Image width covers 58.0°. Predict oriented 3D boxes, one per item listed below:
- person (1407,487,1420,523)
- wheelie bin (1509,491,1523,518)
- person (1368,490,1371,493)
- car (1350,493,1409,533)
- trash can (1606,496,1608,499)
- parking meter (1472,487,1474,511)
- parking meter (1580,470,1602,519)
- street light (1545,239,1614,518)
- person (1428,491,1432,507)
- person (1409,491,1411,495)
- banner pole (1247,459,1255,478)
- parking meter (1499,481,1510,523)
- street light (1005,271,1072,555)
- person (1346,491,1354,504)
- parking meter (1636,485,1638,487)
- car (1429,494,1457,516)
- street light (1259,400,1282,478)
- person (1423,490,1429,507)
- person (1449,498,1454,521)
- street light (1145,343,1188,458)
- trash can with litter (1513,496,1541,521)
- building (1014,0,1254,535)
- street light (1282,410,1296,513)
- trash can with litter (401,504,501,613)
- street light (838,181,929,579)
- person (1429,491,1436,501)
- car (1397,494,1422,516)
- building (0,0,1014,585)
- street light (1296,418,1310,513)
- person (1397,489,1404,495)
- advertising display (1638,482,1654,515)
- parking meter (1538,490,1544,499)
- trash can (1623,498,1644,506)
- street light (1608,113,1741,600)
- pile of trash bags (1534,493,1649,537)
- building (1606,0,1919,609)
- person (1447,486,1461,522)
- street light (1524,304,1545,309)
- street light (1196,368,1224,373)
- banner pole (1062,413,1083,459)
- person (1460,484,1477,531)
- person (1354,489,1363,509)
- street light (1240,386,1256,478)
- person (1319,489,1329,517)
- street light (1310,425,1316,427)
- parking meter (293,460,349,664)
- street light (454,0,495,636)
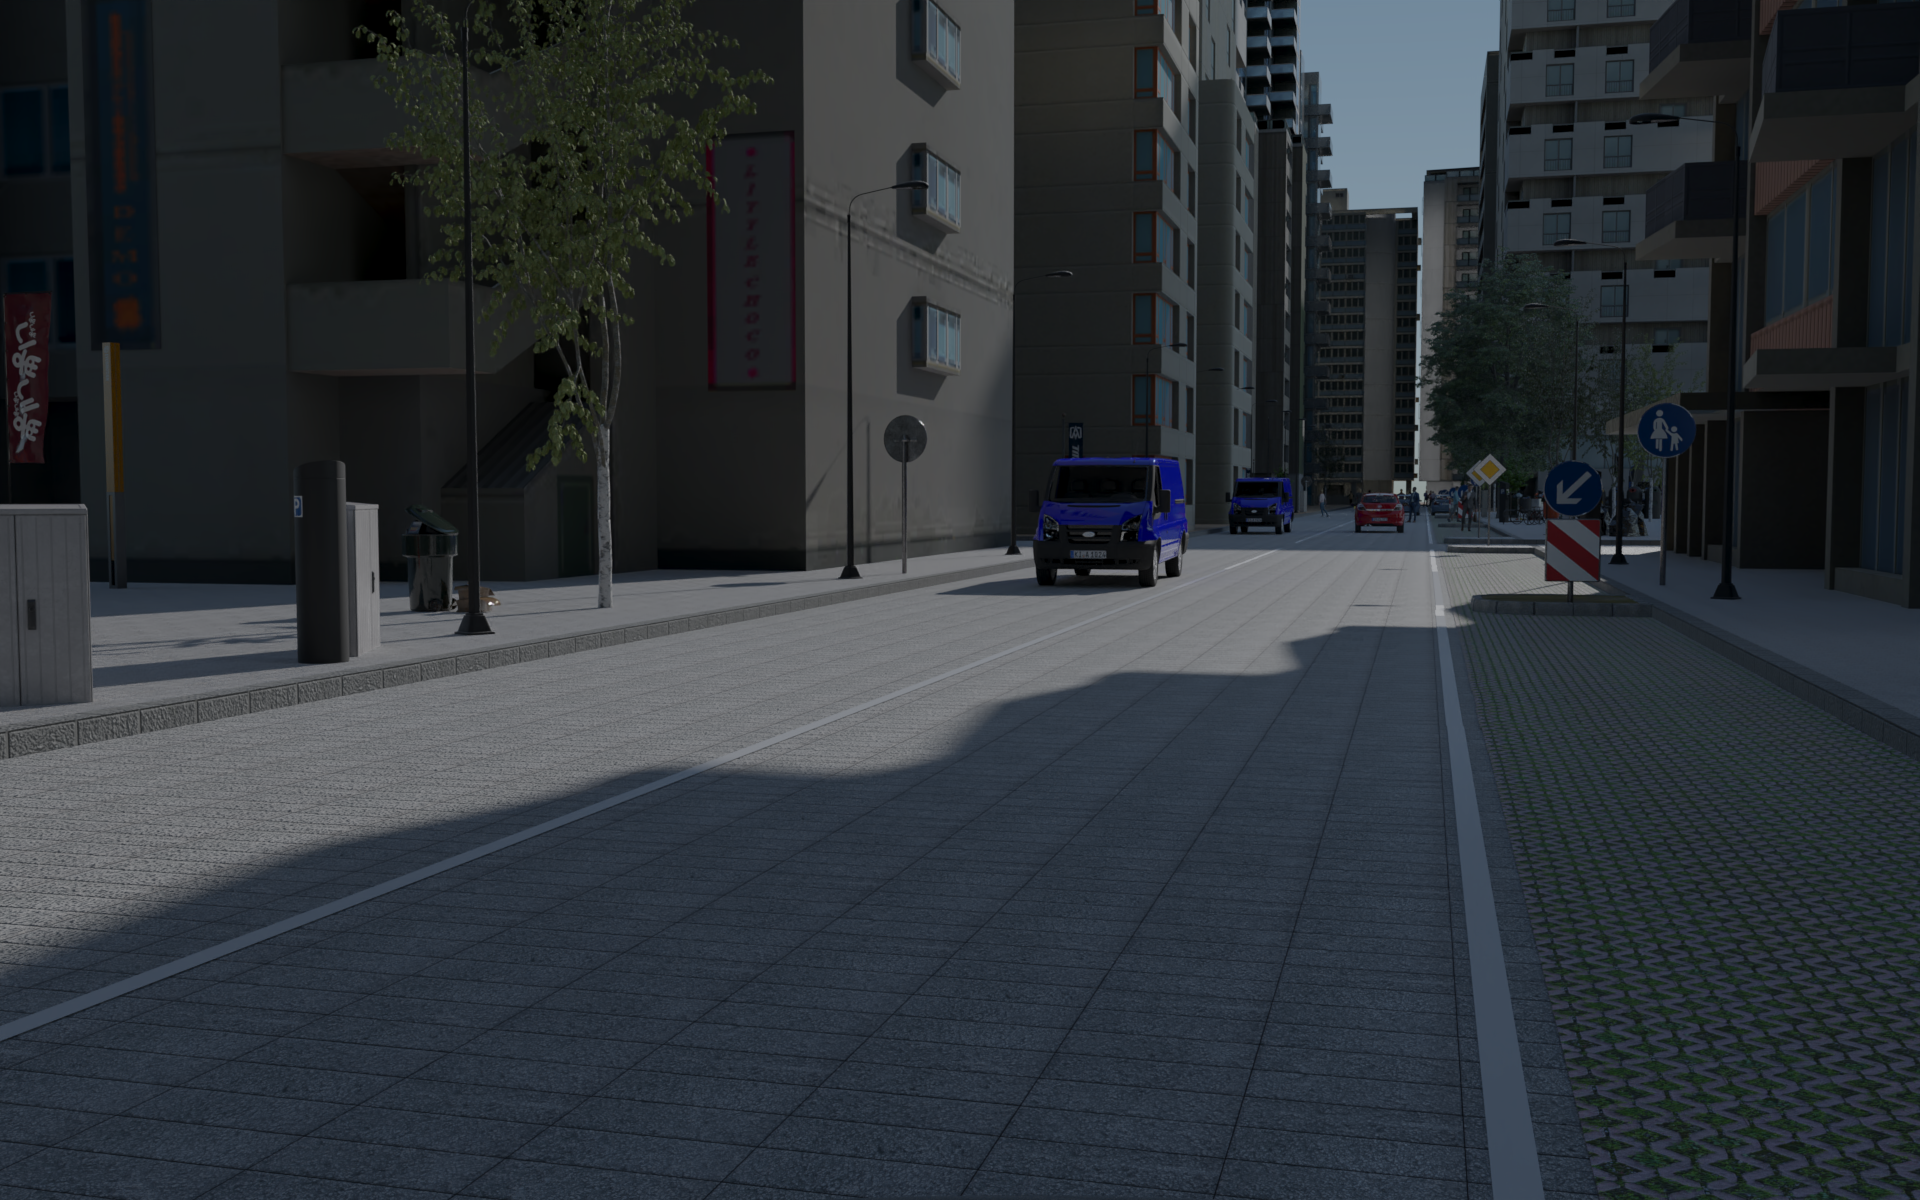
[{"bbox_3d":[22.809,-4.799,87.141,0.419,1.800,0.721,-3,4,-37],"label":"person"},{"bbox_3d":[29.976,-5.257,93.864,0.980,1.594,0.693,2,4,27],"label":"wheelie bin"},{"bbox_3d":[38.167,-9.344,161.291,0.705,1.823,1.348,-3,5,-41],"label":"person"},{"bbox_3d":[15.835,-3.447,65.396,2.155,1.783,4.494,1,4,13],"label":"car"},{"bbox_3d":[40.258,-5.839,107.115,0.748,1.137,0.748,0,3,0],"label":"trash can"},{"bbox_3d":[35.656,-7.045,120.901,0.399,1.863,0.255,-1,4,-14],"label":"parking meter"},{"bbox_3d":[13.782,-1.964,37.825,0.399,1.863,0.255,-1,4,-9],"label":"parking meter"},{"bbox_3d":[11.511,-3.613,31.613,1.470,5.913,1.316,1,4,15],"label":"street light"},{"bbox_3d":[53.550,-11.528,196.913,1.348,1.831,0.705,-3,5,-40],"label":"person"},{"bbox_3d":[50.609,-11.377,195.228,0.721,1.735,1.217,2,4,34],"label":"person"},{"bbox_3d":[20.806,-8.203,124.140,0.863,3.779,0.401,1,4,16],"label":"banner pole"},{"bbox_3d":[24.493,-4.417,77.923,0.255,1.863,0.399,-3,4,-36],"label":"parking meter"},{"bbox_3d":[1.656,-3.903,36.358,1.470,5.913,1.316,1,4,15],"label":"street light"},{"bbox_3d":[46.113,-11.979,204.447,1.348,1.812,0.705,-2,4,-33],"label":"person"},{"bbox_3d":[43.941,-6.507,112.107,0.399,1.863,0.255,0,4,0],"label":"parking meter"},{"bbox_3d":[32.296,-6.322,115.372,2.014,1.417,4.499,1,4,14],"label":"car"},{"bbox_3d":[14.944,-6.917,85.637,1.470,5.913,1.316,1,4,15],"label":"street light"},{"bbox_3d":[50.747,-11.012,188.417,0.709,1.838,0.599,-1,4,-19],"label":"person"},{"bbox_3d":[26.506,-4.864,93.037,0.382,1.210,0.505,-2,4,-25],"label":"person"},{"bbox_3d":[6.308,-4.951,53.491,1.470,5.913,1.316,1,4,15],"label":"street light"},{"bbox_3d":[27.862,-4.460,83.981,2.233,1.210,1.678,0,4,6],"label":"trash can with litter"},{"bbox_3d":[-3.406,-13.797,70.621,27.650,21.520,28.899,1,4,15],"label":"building"},{"bbox_3d":[17.676,-7.566,96.243,1.470,5.913,1.316,1,4,15],"label":"street light"},{"bbox_3d":[-5.568,-0.466,18.999,1.055,1.170,0.624,1,4,10],"label":"trash can with litter"},{"bbox_3d":[-1.143,-3.268,25.975,1.470,5.913,1.316,1,4,15],"label":"street light"},{"bbox_3d":[45.430,-9.587,166.188,0.756,1.711,0.436,1,4,15],"label":"person"},{"bbox_3d":[29.973,-6.376,116.254,2.014,1.417,4.499,1,4,16],"label":"car"},{"bbox_3d":[-11.572,-25.105,34.171,21.600,48.544,21.300,1,4,15],"label":"building"},{"bbox_3d":[20.550,-8.200,106.605,1.470,5.913,1.316,1,4,15],"label":"street light"},{"bbox_3d":[32.920,-7.386,129.218,1.348,1.831,0.705,1,4,19],"label":"person"},{"bbox_3d":[36.548,-5.328,92.334,0.123,1.923,0.974,-2,4,-27],"label":"advertising display"},{"bbox_3d":[36.696,-6.177,109.403,0.372,1.533,0.369,0,3,0],"label":"parking meter"},{"bbox_3d":[22.653,-2.860,58.410,0.748,1.137,0.748,0,3,0],"label":"trash can"},{"bbox_3d":[8.854,-2.974,21.167,1.470,5.913,1.316,1,4,15],"label":"street light"},{"bbox_3d":[19.546,-2.680,53.576,1.912,1.369,3.447,-3,5,-40],"label":"pile of trash bags"},{"bbox_3d":[22.055,-22.565,23.555,22.147,44.769,28.867,1,4,15],"label":"building"},{"bbox_3d":[25.136,-4.865,87.912,0.748,1.841,0.638,2,4,27],"label":"person"},{"bbox_3d":[14.436,-4.264,42.258,1.470,5.913,1.316,1,4,15],"label":"street light"},{"bbox_3d":[9.019,-5.590,63.943,1.470,5.913,1.316,1,4,15],"label":"street light"},{"bbox_3d":[3.409,-3.874,53.357,0.863,3.779,0.401,-1,4,-9],"label":"banner pole"},{"bbox_3d":[19.495,-3.543,66.385,0.622,1.834,0.822,1,4,10],"label":"person"},{"bbox_3d":[26.925,-6.514,115.216,0.699,1.804,1.509,-3,5,-44],"label":"person"},{"bbox_3d":[12.031,-6.268,75.029,1.470,5.913,1.316,1,4,15],"label":"street light"},{"bbox_3d":[22.502,-5.981,106.968,0.598,1.740,0.731,2,4,27],"label":"person"},{"bbox_3d":[23.299,-8.839,117.066,1.470,5.913,1.316,1,4,15],"label":"street light"},{"bbox_3d":[-4.870,-0.293,13.207,0.372,1.533,0.369,0,3,0],"label":"parking meter"},{"bbox_3d":[-3.928,-2.631,15.555,1.470,5.913,1.316,1,4,15],"label":"street light"}]
